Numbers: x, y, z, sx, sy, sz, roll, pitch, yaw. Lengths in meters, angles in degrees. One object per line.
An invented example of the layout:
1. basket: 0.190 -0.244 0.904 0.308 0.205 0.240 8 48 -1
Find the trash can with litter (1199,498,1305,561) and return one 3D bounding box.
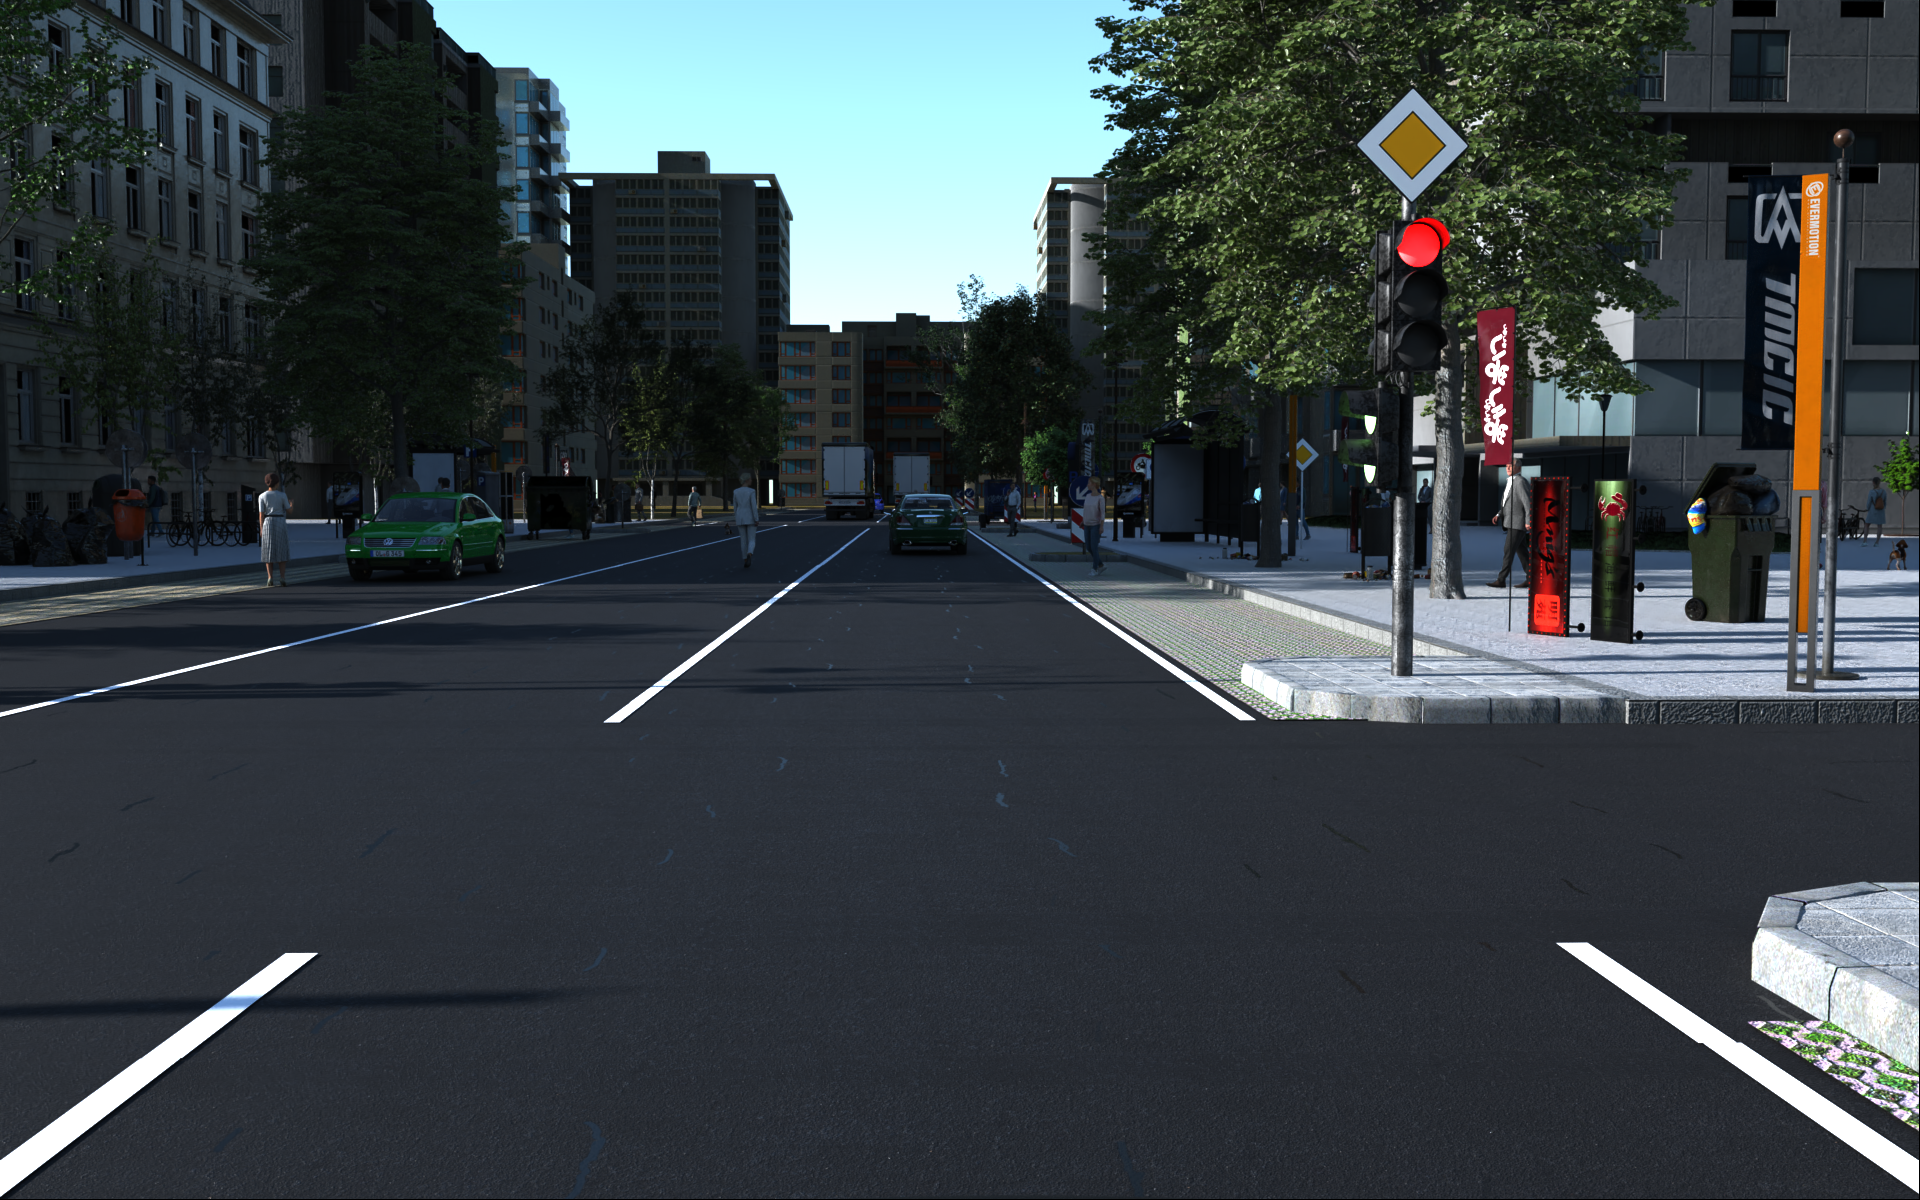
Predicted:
1. trash can with litter: 5.851 -1.395 33.862 1.678 1.210 2.233 -2 4 -31

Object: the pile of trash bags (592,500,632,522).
1. pile of trash bags: -16.565 -4.268 79.539 1.912 1.369 3.447 -3 5 -41

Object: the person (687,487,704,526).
1. person: -11.808 -4.187 77.447 0.515 1.767 0.782 3 5 43

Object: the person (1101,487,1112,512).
1. person: 10.094 -7.069 121.719 1.348 1.812 0.705 1 4 12

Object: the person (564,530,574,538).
1. person: -12.644 -2.894 56.081 0.793 1.790 0.793 -1 4 -23

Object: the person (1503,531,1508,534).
1. person: 17.527 -2.988 55.085 0.526 1.800 0.537 2 4 24

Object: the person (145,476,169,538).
1. person: -23.666 -2.738 50.793 0.713 1.824 0.794 1 4 9

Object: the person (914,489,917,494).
1. person: -2.844 -6.427 114.312 0.721 1.736 1.217 -1 4 -15

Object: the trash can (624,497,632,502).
1. trash can: -16.847 -4.611 87.038 0.748 1.137 0.748 0 3 0

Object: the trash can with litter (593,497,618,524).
1. trash can with litter: -15.461 -3.933 75.692 0.624 1.170 1.055 3 5 42

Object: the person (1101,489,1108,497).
1. person: 13.262 -9.388 160.326 1.217 1.735 0.721 -3 4 -38

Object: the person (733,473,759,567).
1. person: -4.142 -1.536 33.495 0.514 1.842 0.818 0 4 0

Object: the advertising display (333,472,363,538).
1. advertising display: -17.712 -2.748 50.144 0.974 1.923 0.123 1 4 21

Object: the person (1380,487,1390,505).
1. person: 14.311 -3.201 58.605 0.641 1.798 0.478 3 5 41

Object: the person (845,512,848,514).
1. person: -8.228 -7.114 125.529 0.721 1.735 1.217 -1 4 -16

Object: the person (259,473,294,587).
1. person: -10.570 -1.085 26.812 0.480 1.755 0.524 -1 4 -13

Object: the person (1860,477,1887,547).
1. person: 22.289 -2.147 42.153 0.512 1.701 0.522 0 4 -1

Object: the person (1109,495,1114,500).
1. person: 10.326 -6.526 112.763 1.348 1.822 0.705 -2 4 -32

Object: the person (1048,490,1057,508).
1. person: 8.314 -9.368 159.732 1.217 1.766 0.721 0 4 5

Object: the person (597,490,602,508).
1. person: -30.865 -8.609 148.277 0.593 1.643 0.415 2 4 27

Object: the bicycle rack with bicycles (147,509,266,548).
1. bicycle rack with bicycles: -18.329 -1.753 42.037 2.925 0.926 2.852 2 4 30

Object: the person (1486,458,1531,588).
1. person: 7.480 -1.046 23.535 0.834 1.777 0.661 -1 4 -13

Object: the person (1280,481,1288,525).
1. person: 13.245 -3.958 70.782 0.654 1.822 0.581 0 4 1

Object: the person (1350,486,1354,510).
1. person: 20.610 -5.109 90.385 0.445 1.727 0.742 -2 4 -34

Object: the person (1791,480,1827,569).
1. person: 14.641 -1.456 29.862 0.555 1.821 0.388 1 4 16

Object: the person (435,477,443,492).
1. person: -16.247 -2.936 54.154 0.391 1.810 0.635 -2 4 -28

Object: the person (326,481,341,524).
1. person: -26.783 -4.152 74.036 0.850 1.850 0.679 2 4 30

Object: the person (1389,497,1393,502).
1. person: 22.283 -4.955 90.311 1.065 1.426 0.557 -2 4 -34

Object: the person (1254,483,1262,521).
1. person: 14.108 -4.649 82.068 0.620 1.820 0.660 -2 4 -34

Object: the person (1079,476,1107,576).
1. person: 2.352 -1.287 30.214 0.731 1.740 0.598 3 5 45

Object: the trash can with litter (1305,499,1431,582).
1. trash can with litter: 6.717 -0.934 26.329 2.233 1.210 1.678 -2 4 -26

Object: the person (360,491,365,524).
1. person: -25.428 -4.074 73.222 0.524 1.755 0.480 0 4 4

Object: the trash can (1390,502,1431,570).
1. trash can: 7.638 -1.090 29.482 0.748 1.137 0.748 0 3 0

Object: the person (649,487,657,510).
1. person: -25.496 -8.457 143.945 0.705 1.869 1.348 -3 4 -36

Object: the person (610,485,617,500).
1. person: -20.582 -5.924 102.995 0.705 1.812 1.348 1 4 12

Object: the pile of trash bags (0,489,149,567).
1. pile of trash bags: -16.064 -1.318 31.308 3.447 1.369 1.912 1 4 20

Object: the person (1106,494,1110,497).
1. person: 13.631 -9.609 163.978 1.217 1.723 0.721 0 4 -2

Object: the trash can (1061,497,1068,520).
1. trash can: 5.408 -4.573 86.425 0.748 1.137 0.748 0 3 0

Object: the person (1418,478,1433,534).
1. person: 15.001 -3.029 55.843 0.520 1.790 0.573 1 4 21

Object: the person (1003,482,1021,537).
1. person: 1.742 -3.031 58.155 0.679 1.850 0.850 2 4 32

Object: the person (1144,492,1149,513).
1. person: 12.787 -6.644 117.907 0.697 1.427 0.421 2 4 33

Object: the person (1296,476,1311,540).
1. person: 9.441 -2.565 48.332 0.721 1.781 0.623 -3 4 -38

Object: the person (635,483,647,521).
1. person: -15.286 -4.663 82.409 0.709 1.813 0.853 3 4 37

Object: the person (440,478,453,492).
1. person: -11.299 -1.793 38.090 0.678 1.792 0.850 -2 4 -25

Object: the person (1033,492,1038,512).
1. person: 5.312 -6.991 123.568 0.599 1.433 0.991 1 4 9
